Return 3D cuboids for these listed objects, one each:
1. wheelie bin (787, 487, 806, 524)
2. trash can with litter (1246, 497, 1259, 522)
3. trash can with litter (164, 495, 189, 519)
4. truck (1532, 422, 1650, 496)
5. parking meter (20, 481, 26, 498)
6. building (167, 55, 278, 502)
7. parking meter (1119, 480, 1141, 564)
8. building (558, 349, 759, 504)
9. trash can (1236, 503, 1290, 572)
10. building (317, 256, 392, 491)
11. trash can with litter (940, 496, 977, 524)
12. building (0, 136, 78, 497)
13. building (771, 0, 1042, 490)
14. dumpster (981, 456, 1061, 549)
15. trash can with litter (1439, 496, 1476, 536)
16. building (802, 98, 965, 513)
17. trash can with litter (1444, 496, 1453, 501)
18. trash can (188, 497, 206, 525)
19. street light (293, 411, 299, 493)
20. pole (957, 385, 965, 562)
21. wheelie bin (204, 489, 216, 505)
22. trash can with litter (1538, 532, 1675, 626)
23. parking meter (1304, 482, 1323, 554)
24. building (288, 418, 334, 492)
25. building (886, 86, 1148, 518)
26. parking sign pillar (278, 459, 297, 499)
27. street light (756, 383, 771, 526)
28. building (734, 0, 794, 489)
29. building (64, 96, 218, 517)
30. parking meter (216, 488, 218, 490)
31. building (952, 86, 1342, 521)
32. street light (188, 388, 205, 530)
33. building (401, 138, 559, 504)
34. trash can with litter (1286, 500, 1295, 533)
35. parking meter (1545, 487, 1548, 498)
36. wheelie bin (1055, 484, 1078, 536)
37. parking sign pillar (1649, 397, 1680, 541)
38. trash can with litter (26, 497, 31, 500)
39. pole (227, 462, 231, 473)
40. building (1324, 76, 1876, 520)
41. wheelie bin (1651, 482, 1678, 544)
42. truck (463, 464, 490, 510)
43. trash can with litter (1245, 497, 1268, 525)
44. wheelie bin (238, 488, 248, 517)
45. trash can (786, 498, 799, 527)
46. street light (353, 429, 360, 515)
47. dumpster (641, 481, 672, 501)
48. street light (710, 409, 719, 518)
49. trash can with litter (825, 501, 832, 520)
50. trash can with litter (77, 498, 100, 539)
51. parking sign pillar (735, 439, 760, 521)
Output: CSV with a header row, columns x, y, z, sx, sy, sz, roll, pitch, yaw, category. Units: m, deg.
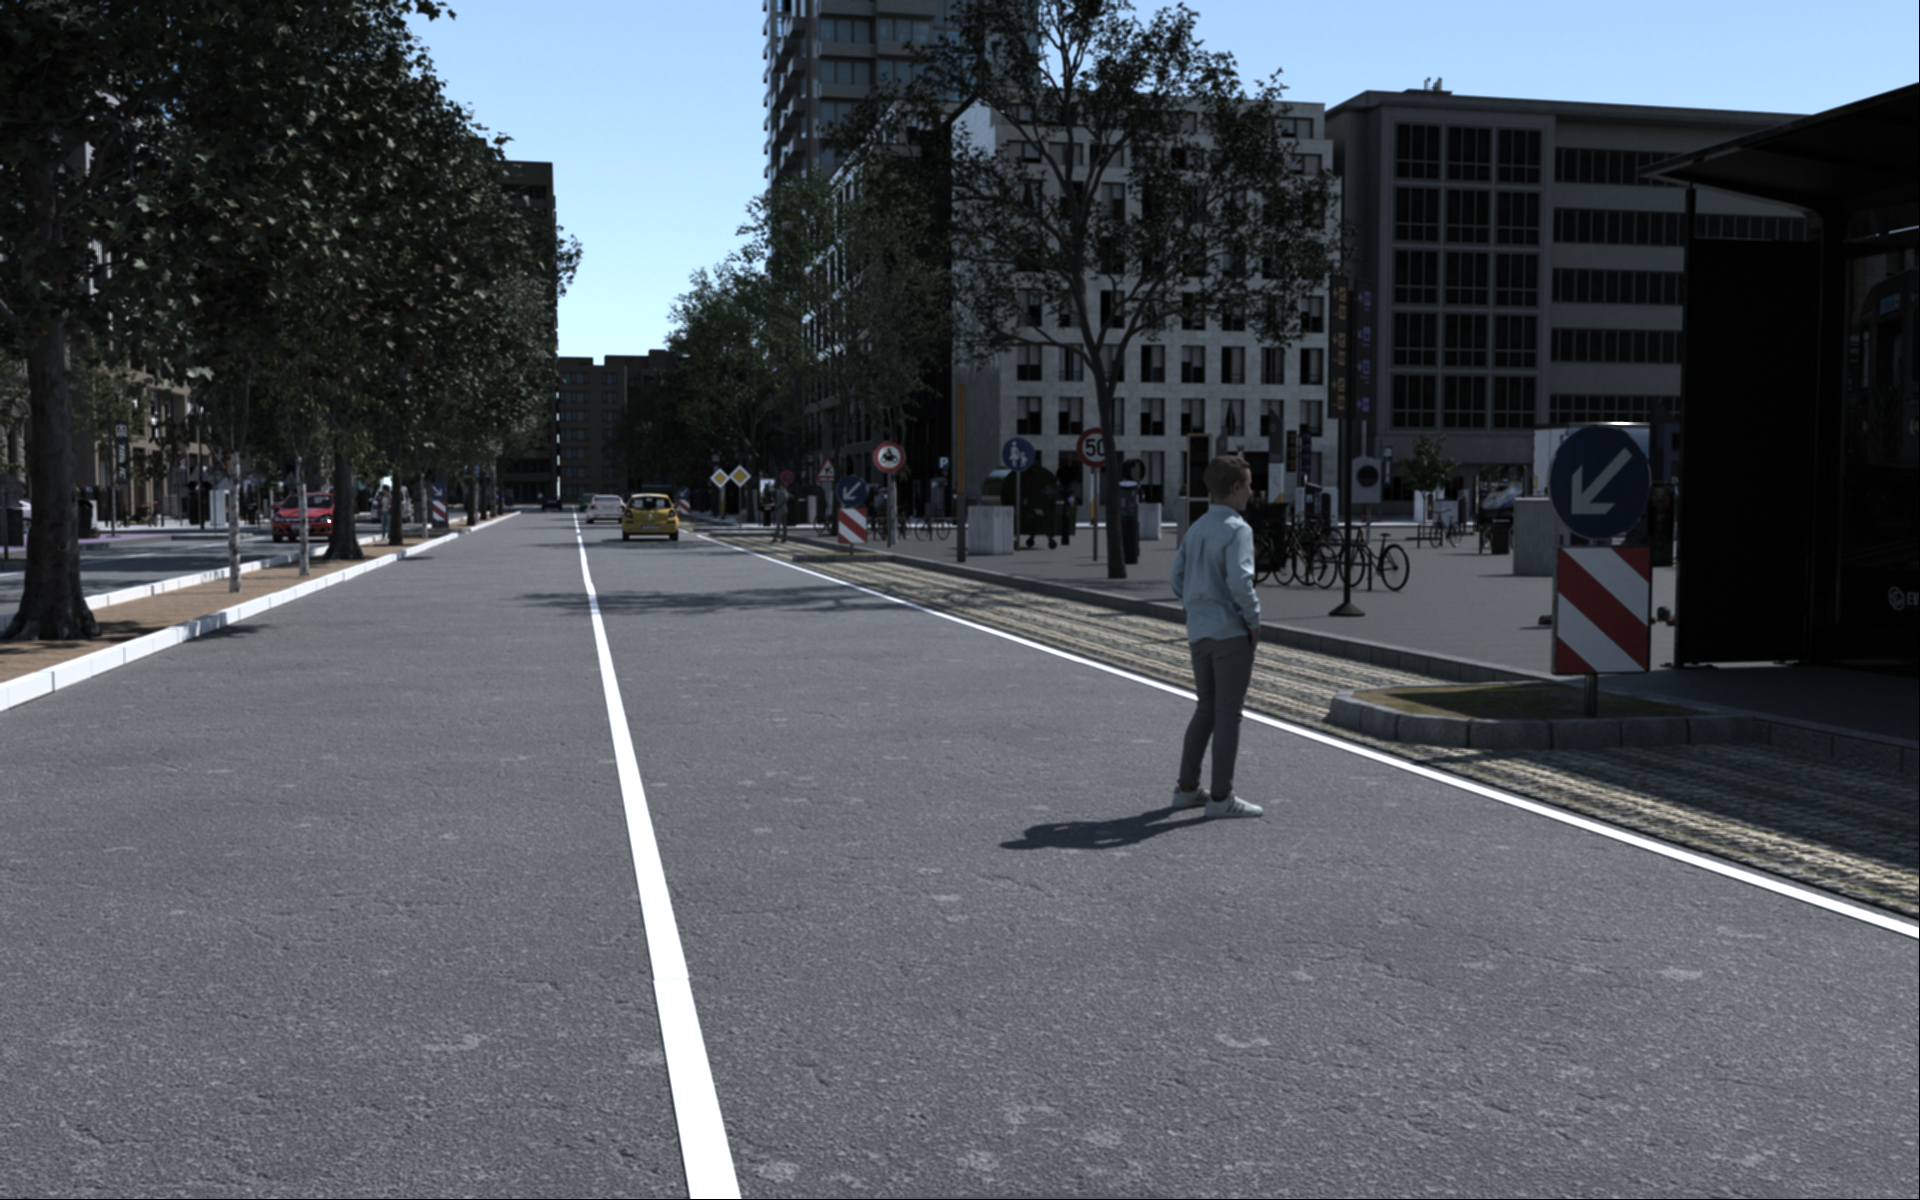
x,y,z,sx,sy,sz,roll,pitch,yaw,category
-7.143,-4.107,75.056,0.693,1.594,0.980,2,4,28,wheelie bin
14.364,-4.293,81.242,2.233,1.210,1.678,0,4,-4,trash can with litter
-40.382,-4.867,90.634,2.233,1.210,1.678,1,4,11,trash can with litter
28.822,-4.970,70.171,11.283,4.237,2.839,-1,4,-14,truck
-41.372,-4.316,76.284,0.399,1.863,0.255,1,4,18,parking meter
-69.016,-50.866,144.336,22.319,86.520,31.000,-1,4,-13,building
3.081,-1.430,31.793,0.372,1.533,0.369,0,3,0,parking meter
-42.441,-24.614,247.480,28.899,21.520,27.650,-1,4,-13,building
5.103,-1.047,28.765,0.748,1.137,0.748,0,3,0,trash can
-92.810,-37.528,233.186,30.456,49.044,23.786,-1,4,-13,building
0.158,-3.929,75.296,2.233,1.210,1.678,2,4,24,trash can with litter
-48.210,-15.252,78.248,11.050,23.489,19.941,-1,4,-13,building
-5.600,-33.216,162.696,23.786,49.044,30.456,-1,4,-13,building
1.453,-2.347,40.867,1.502,2.255,1.985,-1,4,-13,dumpster
15.332,-2.603,53.620,1.678,1.210,2.233,2,4,33,trash can with litter
0.133,-19.759,127.582,19.350,26.468,34.151,-1,4,-13,building
29.637,-5.752,105.440,1.055,1.170,0.624,-1,4,-14,trash can with litter
-32.058,-3.738,72.764,0.748,1.137,0.748,0,3,0,trash can
-32.707,-6.890,85.438,0.468,5.910,1.993,-1,4,-13,street light
0.022,-2.367,32.538,0.158,3.312,0.155,0,3,0,pole
-43.196,-5.626,99.899,0.980,1.594,0.693,-2,4,-32,wheelie bin
6.585,-0.370,17.103,2.233,1.210,1.678,-2,4,-29,trash can with litter
7.531,-1.743,36.915,0.372,1.533,0.369,0,3,0,parking meter
-80.140,-20.455,179.472,28.899,21.520,27.650,-1,4,-13,building
3.053,-16.703,102.764,12.332,23.373,15.834,-1,4,-13,building
-38.259,-6.759,98.973,1.447,3.967,1.447,-2,4,-32,parking sign pillar
-7.954,-5.965,70.315,0.468,5.910,1.993,-1,4,-13,street light
-13.135,-53.756,191.586,22.319,86.520,31.000,-1,4,-13,building
-58.298,-18.339,104.360,19.350,26.468,34.151,-1,4,-13,building
-31.676,-4.027,74.257,0.372,1.533,0.369,0,3,0,parking meter
8.920,-14.169,86.407,16.860,20.320,10.420,-1,4,-13,building
-27.454,-5.493,62.592,0.468,5.910,1.993,-1,4,-13,street light
-66.367,-37.570,237.976,21.600,48.544,21.300,-1,4,-13,building
10.999,-2.769,56.662,0.624,1.170,1.055,3,5,40,trash can with litter
15.214,-2.209,44.534,0.372,1.533,0.369,0,3,0,parking meter
3.221,-2.803,53.744,0.980,1.594,0.693,3,5,40,wheelie bin
19.827,-3.658,48.286,1.447,3.967,1.447,-2,4,-26,parking sign pillar
-41.285,-4.029,77.259,1.055,1.170,0.624,1,4,20,trash can with litter
-30.634,-4.822,72.678,0.158,3.312,0.155,0,3,0,pole
32.144,-16.783,93.469,30.058,24.678,14.314,-1,4,-13,building
17.812,-2.207,43.996,0.980,1.594,0.693,-1,4,-21,wheelie bin
-44.160,-10.363,159.200,2.967,4.110,18.799,-1,4,-14,truck
13.274,-3.989,76.610,1.055,1.170,0.624,-1,4,-18,trash can with litter
-40.643,-5.537,98.438,0.693,1.594,0.980,-1,4,-21,wheelie bin
-6.729,-3.485,68.639,0.748,1.137,0.748,0,3,0,trash can
-37.704,-8.291,108.341,0.468,5.910,1.993,-1,4,-13,street light
-19.463,-6.490,111.070,1.985,2.255,1.502,-1,4,-14,dumpster
-13.241,-7.388,93.582,0.468,5.910,1.993,-1,4,-13,street light
-6.435,-4.371,82.852,1.055,1.170,0.624,2,4,30,trash can with litter
-25.159,-2.346,49.737,0.624,1.170,1.055,0,4,-6,trash can with litter
-10.181,-5.836,83.898,1.447,3.967,1.447,-2,4,-34,parking sign pillar
